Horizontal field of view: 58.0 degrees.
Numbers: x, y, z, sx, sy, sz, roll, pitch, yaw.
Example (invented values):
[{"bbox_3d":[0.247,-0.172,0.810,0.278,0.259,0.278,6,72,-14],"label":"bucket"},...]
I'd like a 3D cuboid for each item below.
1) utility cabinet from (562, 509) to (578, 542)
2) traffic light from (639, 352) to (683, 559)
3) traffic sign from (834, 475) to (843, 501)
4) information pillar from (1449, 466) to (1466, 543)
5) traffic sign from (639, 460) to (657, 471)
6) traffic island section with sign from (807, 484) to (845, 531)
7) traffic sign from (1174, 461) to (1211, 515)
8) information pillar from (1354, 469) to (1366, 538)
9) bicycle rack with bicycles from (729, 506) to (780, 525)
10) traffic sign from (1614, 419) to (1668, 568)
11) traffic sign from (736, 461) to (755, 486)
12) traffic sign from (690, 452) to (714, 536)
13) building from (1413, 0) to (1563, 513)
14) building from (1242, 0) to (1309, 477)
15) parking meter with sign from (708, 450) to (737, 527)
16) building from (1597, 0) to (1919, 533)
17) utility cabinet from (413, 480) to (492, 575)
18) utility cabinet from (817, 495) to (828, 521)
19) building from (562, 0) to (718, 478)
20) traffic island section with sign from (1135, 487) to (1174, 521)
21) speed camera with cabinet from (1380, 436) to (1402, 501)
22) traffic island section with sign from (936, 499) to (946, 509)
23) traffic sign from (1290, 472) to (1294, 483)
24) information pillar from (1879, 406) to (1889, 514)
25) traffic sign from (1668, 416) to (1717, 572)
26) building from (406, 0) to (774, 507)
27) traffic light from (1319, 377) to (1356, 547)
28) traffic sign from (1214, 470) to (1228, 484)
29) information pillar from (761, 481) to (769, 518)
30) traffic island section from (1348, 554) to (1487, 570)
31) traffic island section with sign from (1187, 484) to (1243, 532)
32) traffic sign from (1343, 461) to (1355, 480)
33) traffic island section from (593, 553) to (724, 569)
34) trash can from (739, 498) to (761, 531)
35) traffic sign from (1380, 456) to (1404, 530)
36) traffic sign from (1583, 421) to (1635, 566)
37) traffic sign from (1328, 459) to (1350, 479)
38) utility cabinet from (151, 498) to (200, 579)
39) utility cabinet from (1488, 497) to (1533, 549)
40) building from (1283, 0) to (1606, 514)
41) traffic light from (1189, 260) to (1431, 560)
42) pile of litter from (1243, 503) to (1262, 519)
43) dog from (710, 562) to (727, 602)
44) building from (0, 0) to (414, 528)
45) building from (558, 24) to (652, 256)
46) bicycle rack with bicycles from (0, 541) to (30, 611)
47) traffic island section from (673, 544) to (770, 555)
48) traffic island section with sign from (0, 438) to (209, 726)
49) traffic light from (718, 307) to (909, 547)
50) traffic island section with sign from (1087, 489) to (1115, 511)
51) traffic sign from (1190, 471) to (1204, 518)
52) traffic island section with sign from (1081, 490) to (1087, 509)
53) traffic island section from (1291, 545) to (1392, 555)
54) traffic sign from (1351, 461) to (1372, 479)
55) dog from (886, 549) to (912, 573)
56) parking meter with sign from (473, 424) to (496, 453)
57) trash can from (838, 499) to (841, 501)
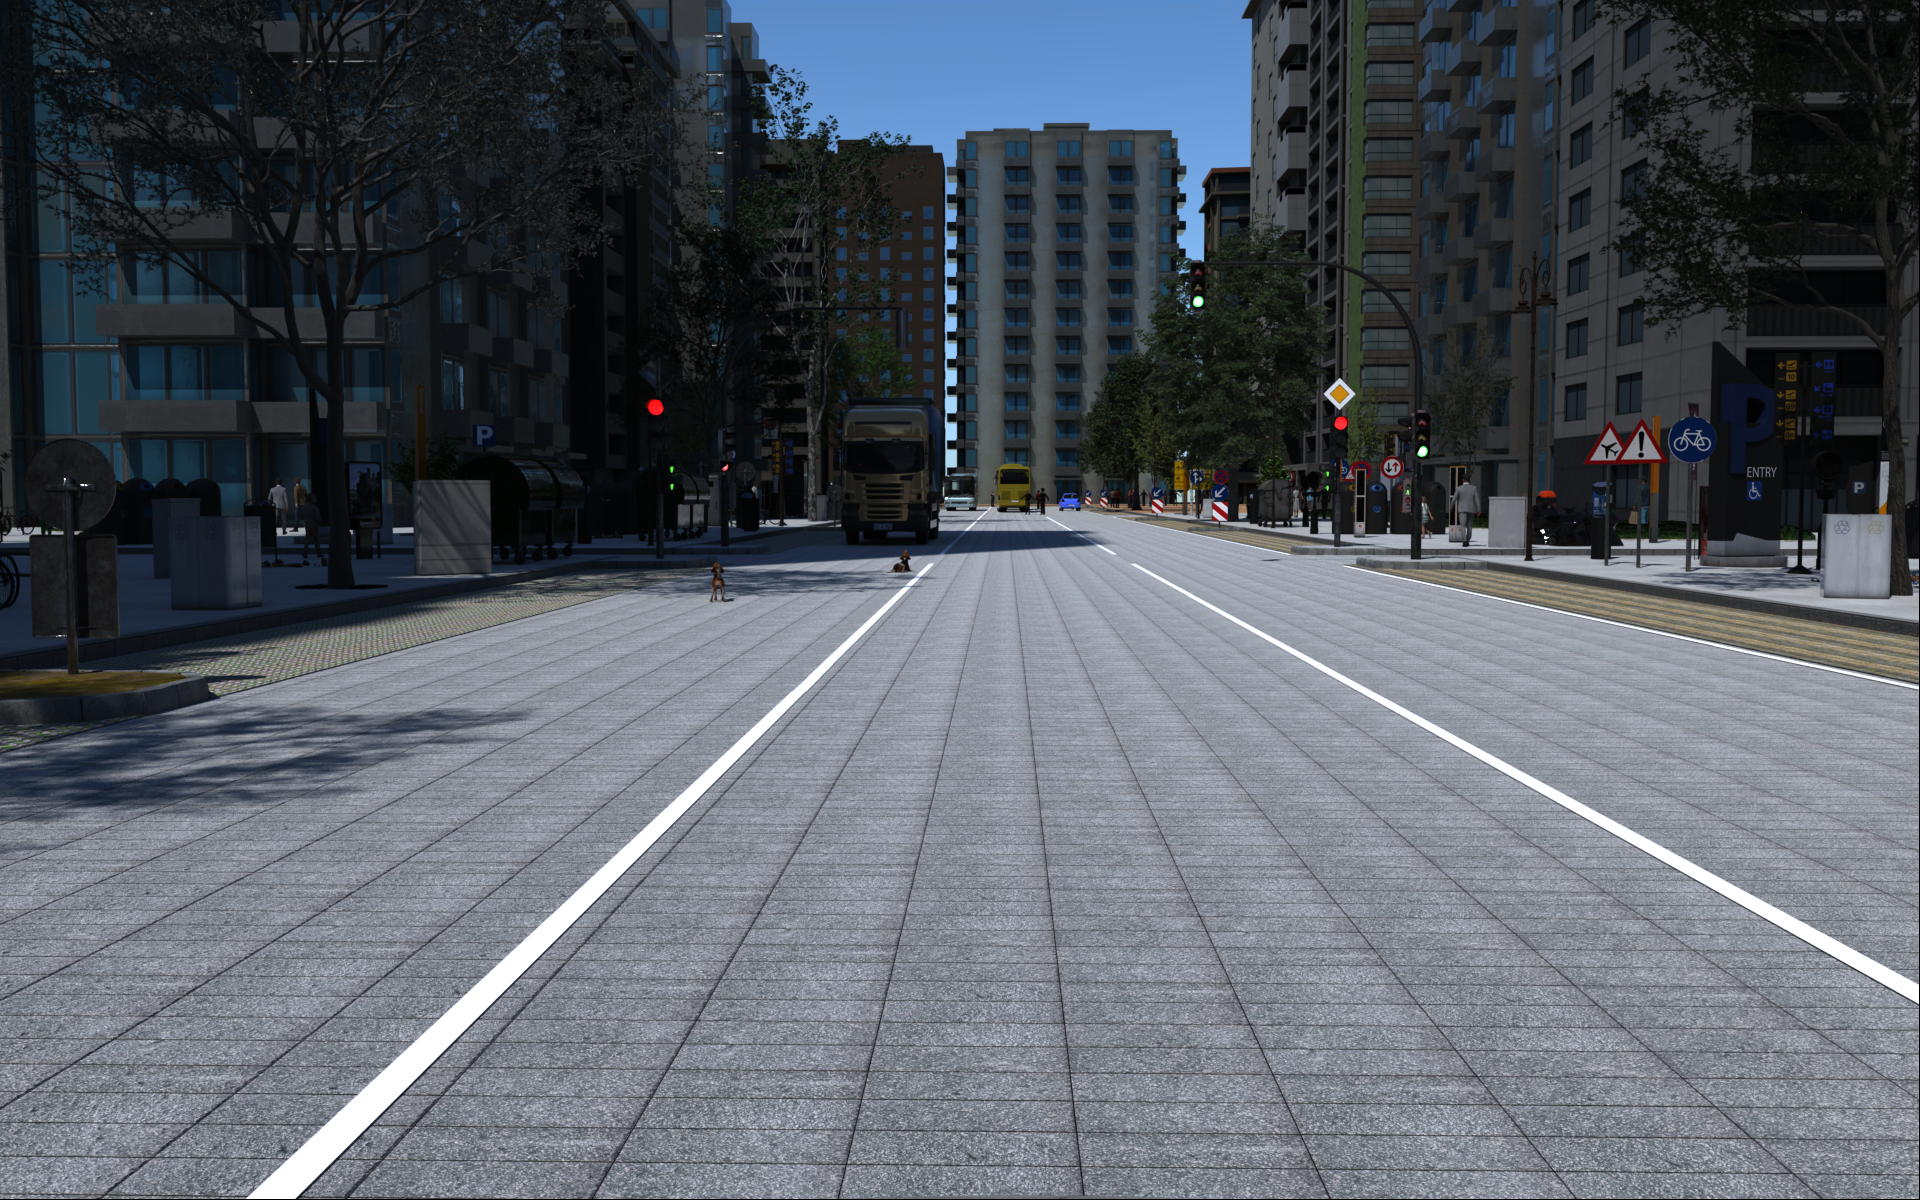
[{"bbox_3d":[-10.506,-2.262,45.670,0.318,1.500,1.173,-3,5,-45],"label":"utility cabinet"},{"bbox_3d":[-5.935,-2.773,34.264,0.839,4.253,0.868,0,4,1],"label":"traffic light"},{"bbox_3d":[-6.453,-5.526,92.472,0.606,2.300,0.079,0,4,8],"label":"traffic sign"},{"bbox_3d":[13.165,-2.529,45.835,0.304,2.012,0.304,-1,4,-20],"label":"information pillar"},{"bbox_3d":[-11.439,-3.914,63.734,0.795,2.593,0.064,0,4,2],"label":"traffic sign"},{"bbox_3d":[-4.813,-3.568,66.969,1.989,1.847,2.006,0,4,1],"label":"traffic island section with sign"},{"bbox_3d":[14.085,-6.793,104.945,2.265,3.308,0.079,0,4,4],"label":"traffic sign"},{"bbox_3d":[11.787,-2.848,51.061,0.304,2.012,0.304,0,4,5],"label":"information pillar"},{"bbox_3d":[-8.944,-3.639,72.872,2.925,0.926,2.852,0,4,-6],"label":"bicycle rack with bicycles"},{"bbox_3d":[11.791,-1.837,30.040,0.884,2.594,0.081,1,4,11],"label":"traffic sign"},{"bbox_3d":[-8.382,-4.132,67.657,0.768,2.556,0.104,0,4,3],"label":"traffic sign"},{"bbox_3d":[-7.905,-3.232,52.951,0.768,2.556,0.104,0,4,8],"label":"traffic sign"},{"bbox_3d":[38.003,-29.034,94.316,23.786,49.044,30.456,0,4,1],"label":"building"},{"bbox_3d":[42.694,-35.147,163.884,28.713,52.752,27.495,0,4,1],"label":"building"},{"bbox_3d":[-9.630,-4.408,68.337,1.738,3.016,0.543,3,4,36],"label":"parking meter with sign"},{"bbox_3d":[36.297,-38.306,64.557,20.611,71.187,20.563,0,4,1],"label":"building"},{"bbox_3d":[-8.090,-1.157,27.593,1.173,1.500,0.318,-3,5,-41],"label":"utility cabinet"},{"bbox_3d":[-6.702,-4.332,81.984,0.306,1.237,1.020,3,5,43],"label":"utility cabinet"},{"bbox_3d":[-35.345,-26.836,130.652,32.217,40.220,23.993,0,4,1],"label":"building"},{"bbox_3d":[10.507,-5.211,93.821,1.989,1.847,2.006,0,4,1],"label":"traffic island section with sign"},{"bbox_3d":[15.052,-3.991,59.597,0.660,3.252,2.038,2,4,33],"label":"speed camera with cabinet"},{"bbox_3d":[-2.124,-9.944,171.205,1.989,1.847,2.006,0,4,1],"label":"traffic island section with sign"},{"bbox_3d":[16.973,-5.498,89.992,0.768,2.556,0.104,1,4,8],"label":"traffic sign"},{"bbox_3d":[23.611,-3.222,44.026,0.183,3.616,0.504,-1,4,-20],"label":"information pillar"},{"bbox_3d":[12.030,-1.739,28.537,0.768,2.556,0.104,0,4,6],"label":"traffic sign"},{"bbox_3d":[-33.914,-33.539,167.977,30.456,49.044,23.786,0,4,1],"label":"building"},{"bbox_3d":[9.127,-3.239,41.881,0.839,4.253,0.868,0,4,1],"label":"traffic light"},{"bbox_3d":[13.624,-5.530,90.517,0.768,2.556,0.104,0,4,2],"label":"traffic sign"},{"bbox_3d":[-10.639,-5.510,94.573,0.304,2.012,0.304,-3,5,-39],"label":"information pillar"},{"bbox_3d":[8.961,-0.717,34.012,2.009,0.180,2.903,0,4,1],"label":"traffic island section"},{"bbox_3d":[9.813,-3.556,66.761,1.989,1.847,2.006,0,4,1],"label":"traffic island section with sign"},{"bbox_3d":[15.359,-4.131,67.552,0.884,2.594,0.081,1,4,9],"label":"traffic sign"},{"bbox_3d":[-5.975,-0.741,34.400,2.009,0.180,2.903,0,4,1],"label":"traffic island section"},{"bbox_3d":[-7.222,-2.939,59.708,0.748,1.137,0.748,0,3,0],"label":"trash can"},{"bbox_3d":[14.397,-3.528,57.785,0.768,2.556,0.104,0,4,5],"label":"traffic sign"},{"bbox_3d":[11.563,-1.891,30.914,0.884,2.594,0.081,0,4,6],"label":"traffic sign"},{"bbox_3d":[13.062,-3.655,59.872,0.768,2.556,0.104,0,4,4],"label":"traffic sign"},{"bbox_3d":[-12.094,-0.953,26.744,0.306,1.237,1.020,0,4,1],"label":"utility cabinet"},{"bbox_3d":[13.099,-1.839,41.222,0.306,1.237,1.020,-3,4,-38],"label":"utility cabinet"},{"bbox_3d":[37.823,-42.886,139.430,20.563,71.187,20.611,0,4,1],"label":"building"},{"bbox_3d":[6.828,-3.617,33.811,4.771,5.953,1.251,0,4,1],"label":"traffic light"},{"bbox_3d":[15.081,-4.562,88.559,1.176,0.858,1.719,0,4,4],"label":"pile of litter"},{"bbox_3d":[-3.240,-0.236,23.152,0.540,0.507,0.406,3,5,42],"label":"dog"},{"bbox_3d":[-30.749,-27.987,77.195,23.786,49.044,30.456,0,4,1],"label":"building"},{"bbox_3d":[-27.647,-20.603,108.567,14.160,30.474,14.107,0,4,1],"label":"building"},{"bbox_3d":[-11.409,-0.356,19.200,2.925,0.926,2.852,2,4,26],"label":"bicycle rack with bicycles"},{"bbox_3d":[-5.769,-1.229,42.382,2.009,0.180,2.903,0,4,1],"label":"traffic island section"},{"bbox_3d":[-6.231,-0.180,11.573,1.989,1.847,2.006,0,4,1],"label":"traffic island section with sign"},{"bbox_3d":[-3.636,-4.132,42.228,4.771,5.953,1.251,0,4,1],"label":"traffic light"},{"bbox_3d":[11.788,-8.262,143.715,1.989,1.847,2.006,0,4,1],"label":"traffic island section with sign"},{"bbox_3d":[12.925,-5.784,94.667,0.768,2.556,0.104,0,4,2],"label":"traffic sign"},{"bbox_3d":[12.487,-9.910,170.661,1.989,1.847,2.006,0,4,1],"label":"traffic island section with sign"},{"bbox_3d":[9.167,-1.206,41.994,2.009,0.180,2.903,0,4,1],"label":"traffic island section"},{"bbox_3d":[15.250,-4.022,65.861,0.768,2.556,0.104,1,4,10],"label":"traffic sign"},{"bbox_3d":[-1.141,-0.712,31.835,0.748,0.427,0.550,-2,4,-29],"label":"dog"},{"bbox_3d":[-12.296,-2.936,44.265,0.543,3.016,1.738,-2,4,-26],"label":"parking meter with sign"},{"bbox_3d":[-7.507,-5.744,105.562,0.748,1.137,0.748,0,3,0],"label":"trash can"}]
